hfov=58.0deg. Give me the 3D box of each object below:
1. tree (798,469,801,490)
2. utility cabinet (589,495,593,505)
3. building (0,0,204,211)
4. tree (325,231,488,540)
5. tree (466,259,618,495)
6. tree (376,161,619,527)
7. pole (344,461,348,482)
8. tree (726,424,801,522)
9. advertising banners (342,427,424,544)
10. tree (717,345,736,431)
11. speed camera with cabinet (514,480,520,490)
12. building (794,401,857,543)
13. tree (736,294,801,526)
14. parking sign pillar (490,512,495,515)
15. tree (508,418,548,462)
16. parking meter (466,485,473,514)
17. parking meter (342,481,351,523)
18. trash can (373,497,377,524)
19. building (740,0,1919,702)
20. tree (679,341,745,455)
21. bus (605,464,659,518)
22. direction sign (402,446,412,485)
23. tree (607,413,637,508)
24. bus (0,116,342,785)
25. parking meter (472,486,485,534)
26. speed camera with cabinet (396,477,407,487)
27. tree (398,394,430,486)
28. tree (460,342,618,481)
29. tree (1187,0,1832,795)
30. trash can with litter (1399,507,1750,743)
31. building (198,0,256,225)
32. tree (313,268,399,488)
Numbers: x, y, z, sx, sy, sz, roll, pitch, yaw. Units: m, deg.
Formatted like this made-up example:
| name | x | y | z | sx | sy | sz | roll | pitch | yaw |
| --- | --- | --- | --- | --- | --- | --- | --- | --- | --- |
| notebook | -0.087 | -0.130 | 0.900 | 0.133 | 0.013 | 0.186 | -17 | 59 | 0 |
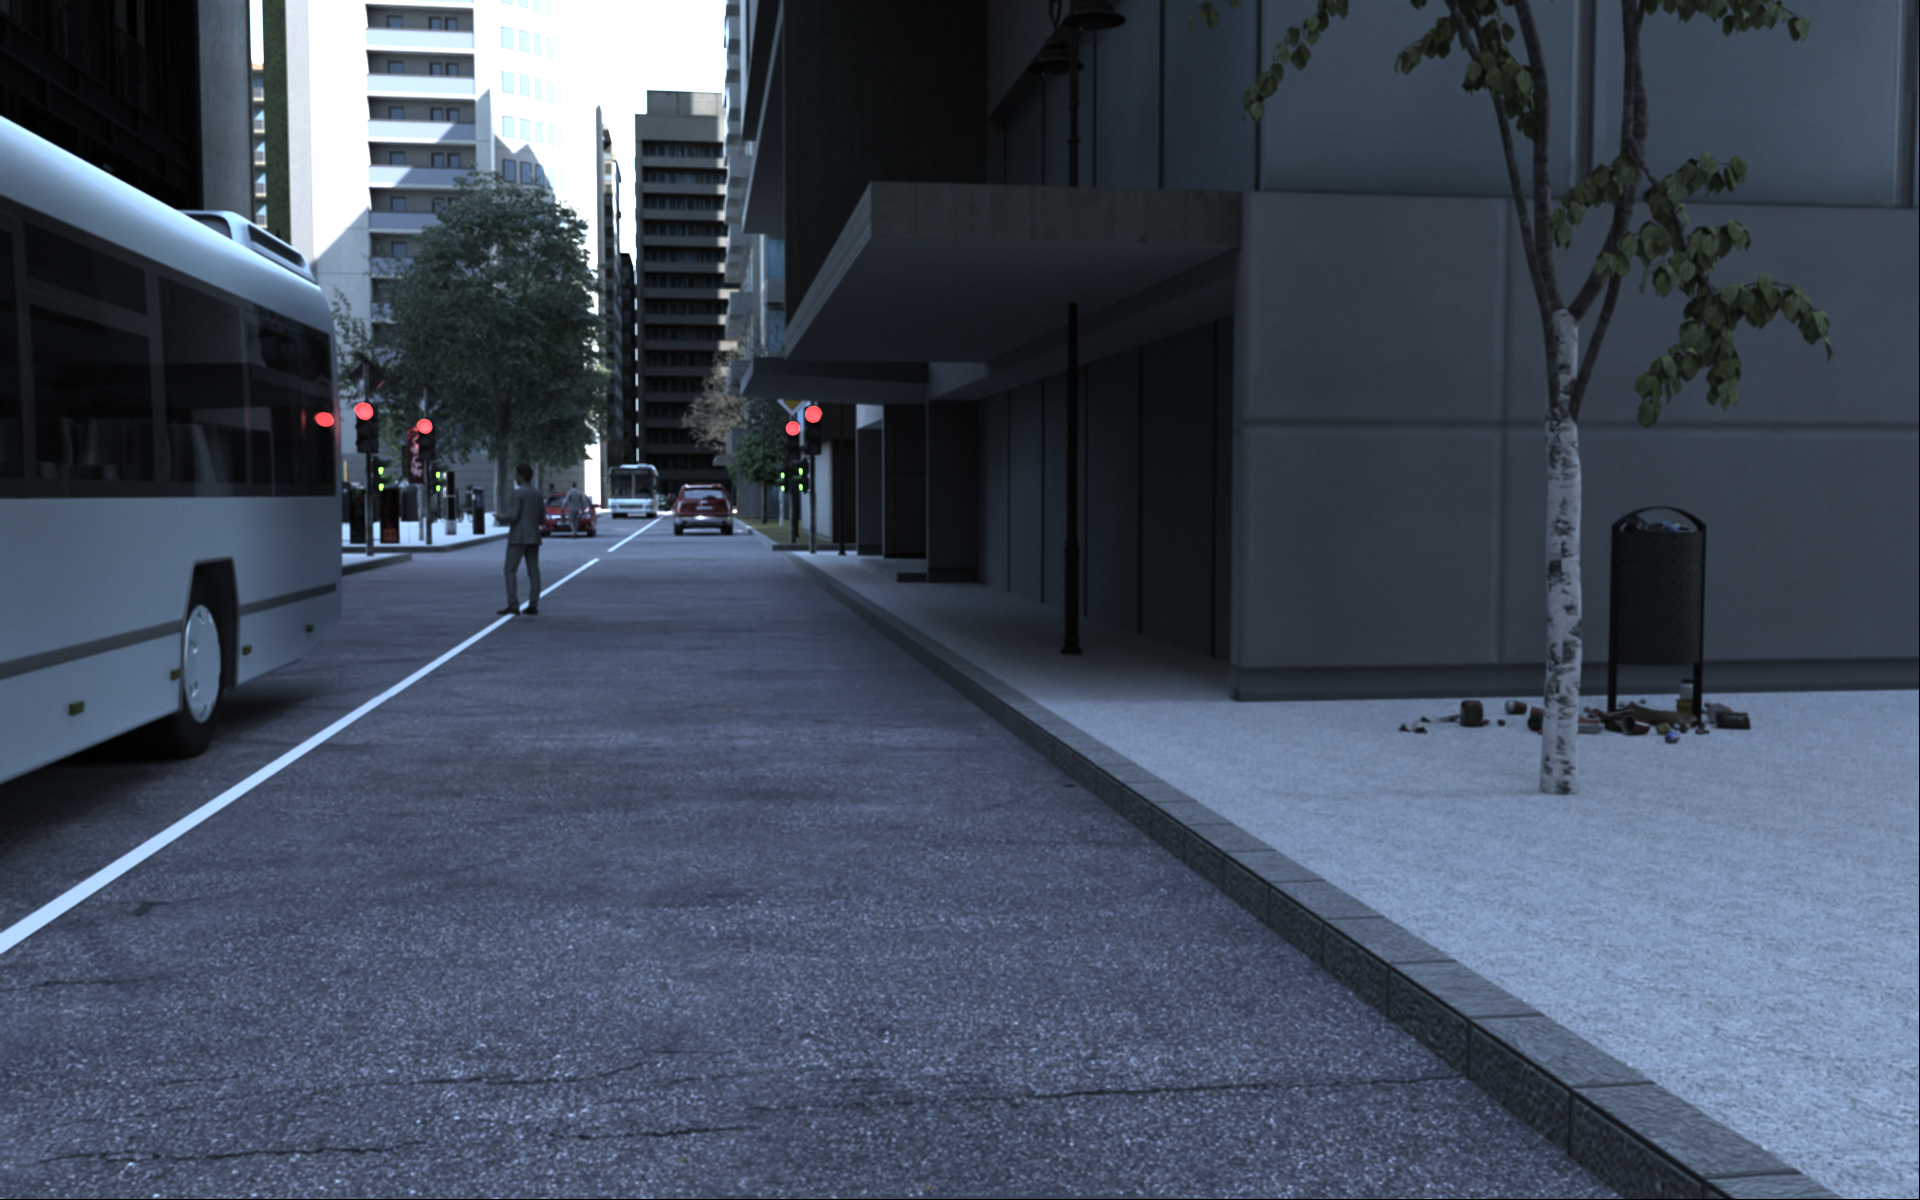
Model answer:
| name | x | y | z | sx | sy | sz | roll | pitch | yaw |
| --- | --- | --- | --- | --- | --- | --- | --- | --- | --- |
| tree | -6.075 | -4.853 | 73.945 | 1.663 | 3.219 | 1.824 | 0 | 3 | 0 |
| utility cabinet | -24.316 | -6.299 | 114.148 | 0.306 | 1.237 | 1.020 | -1 | 4 | -12 |
| building | -15.694 | -11.372 | 15.612 | 12.332 | 23.373 | 15.834 | -1 | 4 | -9 |
| tree | -15.131 | -5.947 | 47.600 | 4.360 | 8.622 | 3.978 | 0 | 3 | 0 |
| tree | -20.351 | -10.149 | 84.066 | 7.486 | 12.596 | 7.792 | 0 | 3 | 0 |
| tree | -18.038 | -9.874 | 68.103 | 9.857 | 13.997 | 8.962 | 0 | 3 | 0 |
| pole | -37.422 | -6.839 | 105.667 | 0.158 | 3.312 | 0.155 | 0 | 3 | 0 |
| tree | -8.789 | -5.838 | 79.159 | 4.285 | 4.588 | 4.351 | 0 | 3 | 0 |
| advertising banners | -14.851 | -2.982 | 44.937 | 2.074 | 3.025 | 0.090 | -1 | 4 | -22 |
| tree | -7.254 | -7.241 | 68.749 | 4.360 | 8.622 | 3.978 | 0 | 3 | 0 |
| speed camera with cabinet | -26.735 | -6.790 | 105.349 | 0.660 | 3.252 | 2.038 | -1 | 4 | -10 |
| building | 2.337 | -24.523 | 51.060 | 14.200 | 45.320 | 14.600 | -1 | 4 | -9 |
| tree | -5.564 | -6.843 | 62.252 | 4.360 | 8.622 | 3.978 | 0 | 3 | 0 |
| parking sign pillar | -28.179 | -7.218 | 106.490 | 1.447 | 3.967 | 1.447 | 0 | 4 | -6 |
| tree | -28.681 | -9.978 | 113.506 | 4.360 | 8.622 | 3.978 | 0 | 3 | 0 |
| parking meter | -30.992 | -6.345 | 109.450 | 0.255 | 1.863 | 0.399 | 2 | 4 | 30 |
| parking meter | -27.118 | -4.334 | 76.566 | 0.399 | 1.863 | 0.255 | 0 | 4 | -4 |
| trash can | -25.458 | -3.846 | 74.528 | 0.748 | 1.137 | 0.748 | 0 | 3 | 0 |
| building | 10.612 | -26.608 | 24.283 | 28.713 | 52.752 | 27.495 | -1 | 4 | -9 |
| tree | -15.102 | -13.177 | 125.811 | 12.009 | 13.543 | 11.850 | 0 | 3 | 0 |
| bus | -19.797 | -6.760 | 105.380 | 2.948 | 3.499 | 13.247 | -1 | 4 | -8 |
| direction sign | -25.796 | -5.471 | 81.447 | 0.876 | 3.537 | 0.379 | -3 | 5 | -42 |
| tree | -31.049 | -12.457 | 154.028 | 4.360 | 8.622 | 3.978 | 0 | 3 | 0 |
| bus | -4.882 | -0.688 | 6.109 | 2.948 | 3.499 | 13.247 | -1 | 4 | -8 |
| parking meter | -15.314 | -2.854 | 55.080 | 0.372 | 1.533 | 0.369 | 0 | 3 | 0 |
| speed camera with cabinet | -37.516 | -7.413 | 115.537 | 0.660 | 3.252 | 2.038 | -3 | 4 | -38 |
| tree | -32.624 | -9.248 | 101.567 | 4.737 | 8.622 | 4.395 | 0 | 3 | 0 |
| tree | -22.715 | -9.717 | 93.279 | 8.767 | 10.594 | 7.601 | -1 | 4 | -15 |
| tree | 2.368 | -3.470 | 7.092 | 4.737 | 8.622 | 4.395 | 0 | 3 | 0 |
| trash can with litter | 3.470 | 0.084 | 9.681 | 2.233 | 1.210 | 1.678 | 0 | 4 | -6 |
| building | -22.320 | -10.039 | 28.766 | 19.286 | 19.102 | 10.561 | -1 | 4 | -9 |
| tree | -21.048 | -6.358 | 54.319 | 4.737 | 8.622 | 4.395 | 0 | 3 | 0 |
